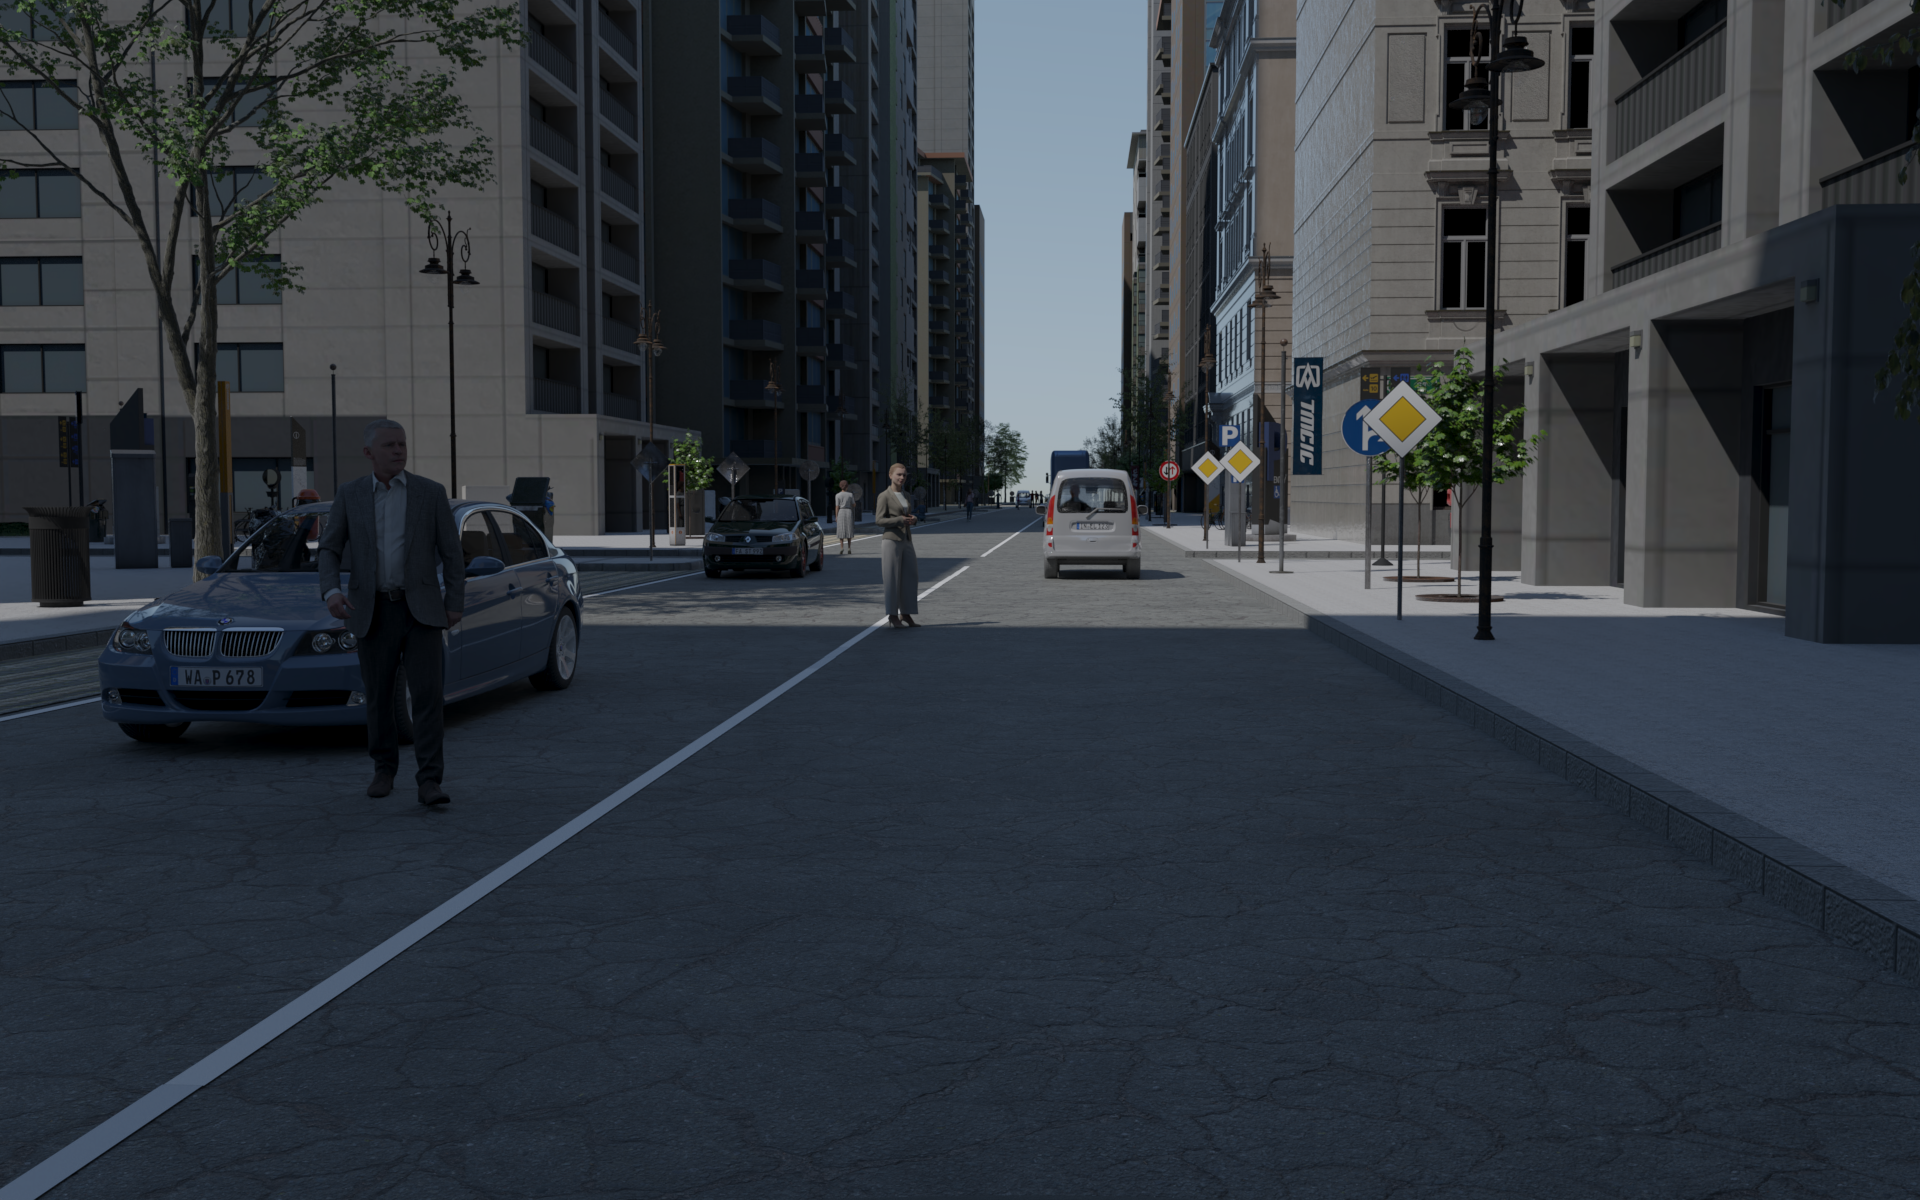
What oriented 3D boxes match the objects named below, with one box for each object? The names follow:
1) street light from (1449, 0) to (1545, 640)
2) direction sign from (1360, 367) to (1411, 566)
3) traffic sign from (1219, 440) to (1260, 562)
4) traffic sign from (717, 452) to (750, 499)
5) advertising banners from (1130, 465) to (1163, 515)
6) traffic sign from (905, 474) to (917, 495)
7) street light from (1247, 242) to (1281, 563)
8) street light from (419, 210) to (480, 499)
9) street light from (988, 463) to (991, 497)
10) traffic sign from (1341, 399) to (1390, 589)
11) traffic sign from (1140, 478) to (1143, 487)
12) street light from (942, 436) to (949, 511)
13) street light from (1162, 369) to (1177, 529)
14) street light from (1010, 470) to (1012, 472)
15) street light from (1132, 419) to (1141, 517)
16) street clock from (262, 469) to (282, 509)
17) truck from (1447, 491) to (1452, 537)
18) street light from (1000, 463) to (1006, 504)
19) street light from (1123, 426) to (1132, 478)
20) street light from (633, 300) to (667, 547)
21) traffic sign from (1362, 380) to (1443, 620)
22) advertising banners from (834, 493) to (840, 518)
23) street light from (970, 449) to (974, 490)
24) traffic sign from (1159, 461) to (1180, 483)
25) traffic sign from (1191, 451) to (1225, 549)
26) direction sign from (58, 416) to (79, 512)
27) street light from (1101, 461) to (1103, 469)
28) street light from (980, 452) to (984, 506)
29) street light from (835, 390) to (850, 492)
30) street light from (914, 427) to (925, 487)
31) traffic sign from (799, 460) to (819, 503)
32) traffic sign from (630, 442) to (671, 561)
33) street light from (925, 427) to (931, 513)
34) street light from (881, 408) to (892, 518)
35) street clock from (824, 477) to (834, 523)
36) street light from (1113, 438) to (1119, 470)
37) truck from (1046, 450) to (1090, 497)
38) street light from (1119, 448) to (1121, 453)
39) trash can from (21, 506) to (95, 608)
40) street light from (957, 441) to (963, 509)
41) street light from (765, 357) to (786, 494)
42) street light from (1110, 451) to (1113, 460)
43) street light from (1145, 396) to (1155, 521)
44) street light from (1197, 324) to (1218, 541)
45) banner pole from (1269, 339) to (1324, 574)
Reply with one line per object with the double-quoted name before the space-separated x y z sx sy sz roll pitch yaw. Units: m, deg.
"street light" 4.625 -2.588 15.100 0.468 5.910 1.993 0 4 4
"direction sign" 7.586 -2.385 30.986 0.876 3.537 0.379 0 4 4
"traffic sign" 5.239 -1.762 32.444 0.795 2.450 0.064 0 4 4
"traffic sign" -5.393 -2.296 41.180 0.795 2.450 0.064 0 4 4
"advertising banners" 11.389 -6.673 105.293 2.074 3.025 0.090 1 4 10
"traffic sign" -3.028 -6.537 106.988 0.768 2.556 0.104 1 4 11
"street light" 5.597 -3.623 32.018 0.468 5.910 1.993 0 4 4
"street light" -8.323 -3.401 28.395 0.468 5.910 1.993 0 4 4
"street light" 3.320 -13.959 201.015 0.468 5.910 1.993 0 4 4
"traffic sign" 5.499 -1.418 23.285 0.768 2.556 0.104 1 4 8
"traffic sign" 11.301 -6.580 109.705 0.606 2.300 0.079 1 4 13
"street light" -1.110 -9.914 134.876 0.468 5.910 1.993 0 4 4
"street light" 7.757 -5.595 64.259 0.468 5.910 1.993 0 4 4
"street light" 7.869 -18.042 267.779 0.468 5.910 1.993 0 4 4
"street light" 10.156 -7.666 98.124 0.468 5.910 1.993 0 4 4
"street clock" -19.810 -2.773 49.906 0.471 2.002 0.358 0 4 8
"truck" 15.587 -2.925 36.744 11.283 4.237 2.839 0 4 3
"street light" 5.566 -16.006 234.479 0.468 5.910 1.993 0 4 4
"street light" 11.282 -8.696 114.969 0.468 5.910 1.993 0 4 4
"street light" -7.393 -4.202 41.485 0.468 5.910 1.993 0 4 4
"traffic sign" 4.474 -1.002 17.571 0.795 2.450 0.064 1 4 9
"advertising banners" -6.518 -6.017 94.572 0.090 3.025 2.074 1 4 13
"street light" 1.237 -11.970 168.502 0.468 5.910 1.993 0 4 4
"traffic sign" 7.962 -4.021 65.855 0.768 2.556 0.104 1 4 11
"traffic sign" 5.774 -2.249 40.411 0.795 2.450 0.064 0 4 4
"direction sign" -26.057 -3.589 50.685 0.379 3.537 0.876 0 4 6
"street light" 20.919 -17.423 257.658 0.468 5.910 1.993 0 4 4
"street light" 2.350 -12.989 185.155 0.468 5.910 1.993 0 4 4
"street light" -5.123 -6.273 75.352 0.468 5.910 1.993 0 4 4
"street light" -2.729 -8.409 110.273 0.468 5.910 1.993 0 4 4
"traffic sign" -5.706 -4.004 65.576 0.768 2.556 0.104 0 4 5
"traffic sign" -5.929 -1.809 33.212 0.795 2.450 0.064 0 4 4
"street light" -2.279 -8.891 118.161 0.468 5.910 1.993 0 4 4
"street light" -3.938 -7.358 93.097 0.468 5.910 1.993 0 4 4
"street clock" -5.692 -4.340 75.536 0.358 2.002 0.471 2 4 27
"street light" 12.905 -10.281 140.883 0.468 5.910 1.993 0 4 4
"truck" 6.514 -6.781 100.630 2.967 4.110 18.799 0 4 2
"street light" 11.894 -9.262 124.224 0.468 5.910 1.993 0 4 4
"trash can" -10.266 -0.496 19.761 0.748 1.137 0.748 0 3 0
"street light" 0.034 -10.939 151.640 0.468 5.910 1.993 0 4 4
"street light" -6.244 -5.255 58.700 0.468 5.910 1.993 0 4 4
"street light" 14.077 -11.330 158.029 0.468 5.910 1.993 0 4 4
"street light" 8.945 -6.643 81.406 0.468 5.910 1.993 0 4 4
"street light" 6.730 -4.555 47.265 0.468 5.910 1.993 0 4 4
"banner pole" 5.436 -2.318 27.923 0.863 3.779 0.401 1 4 13
